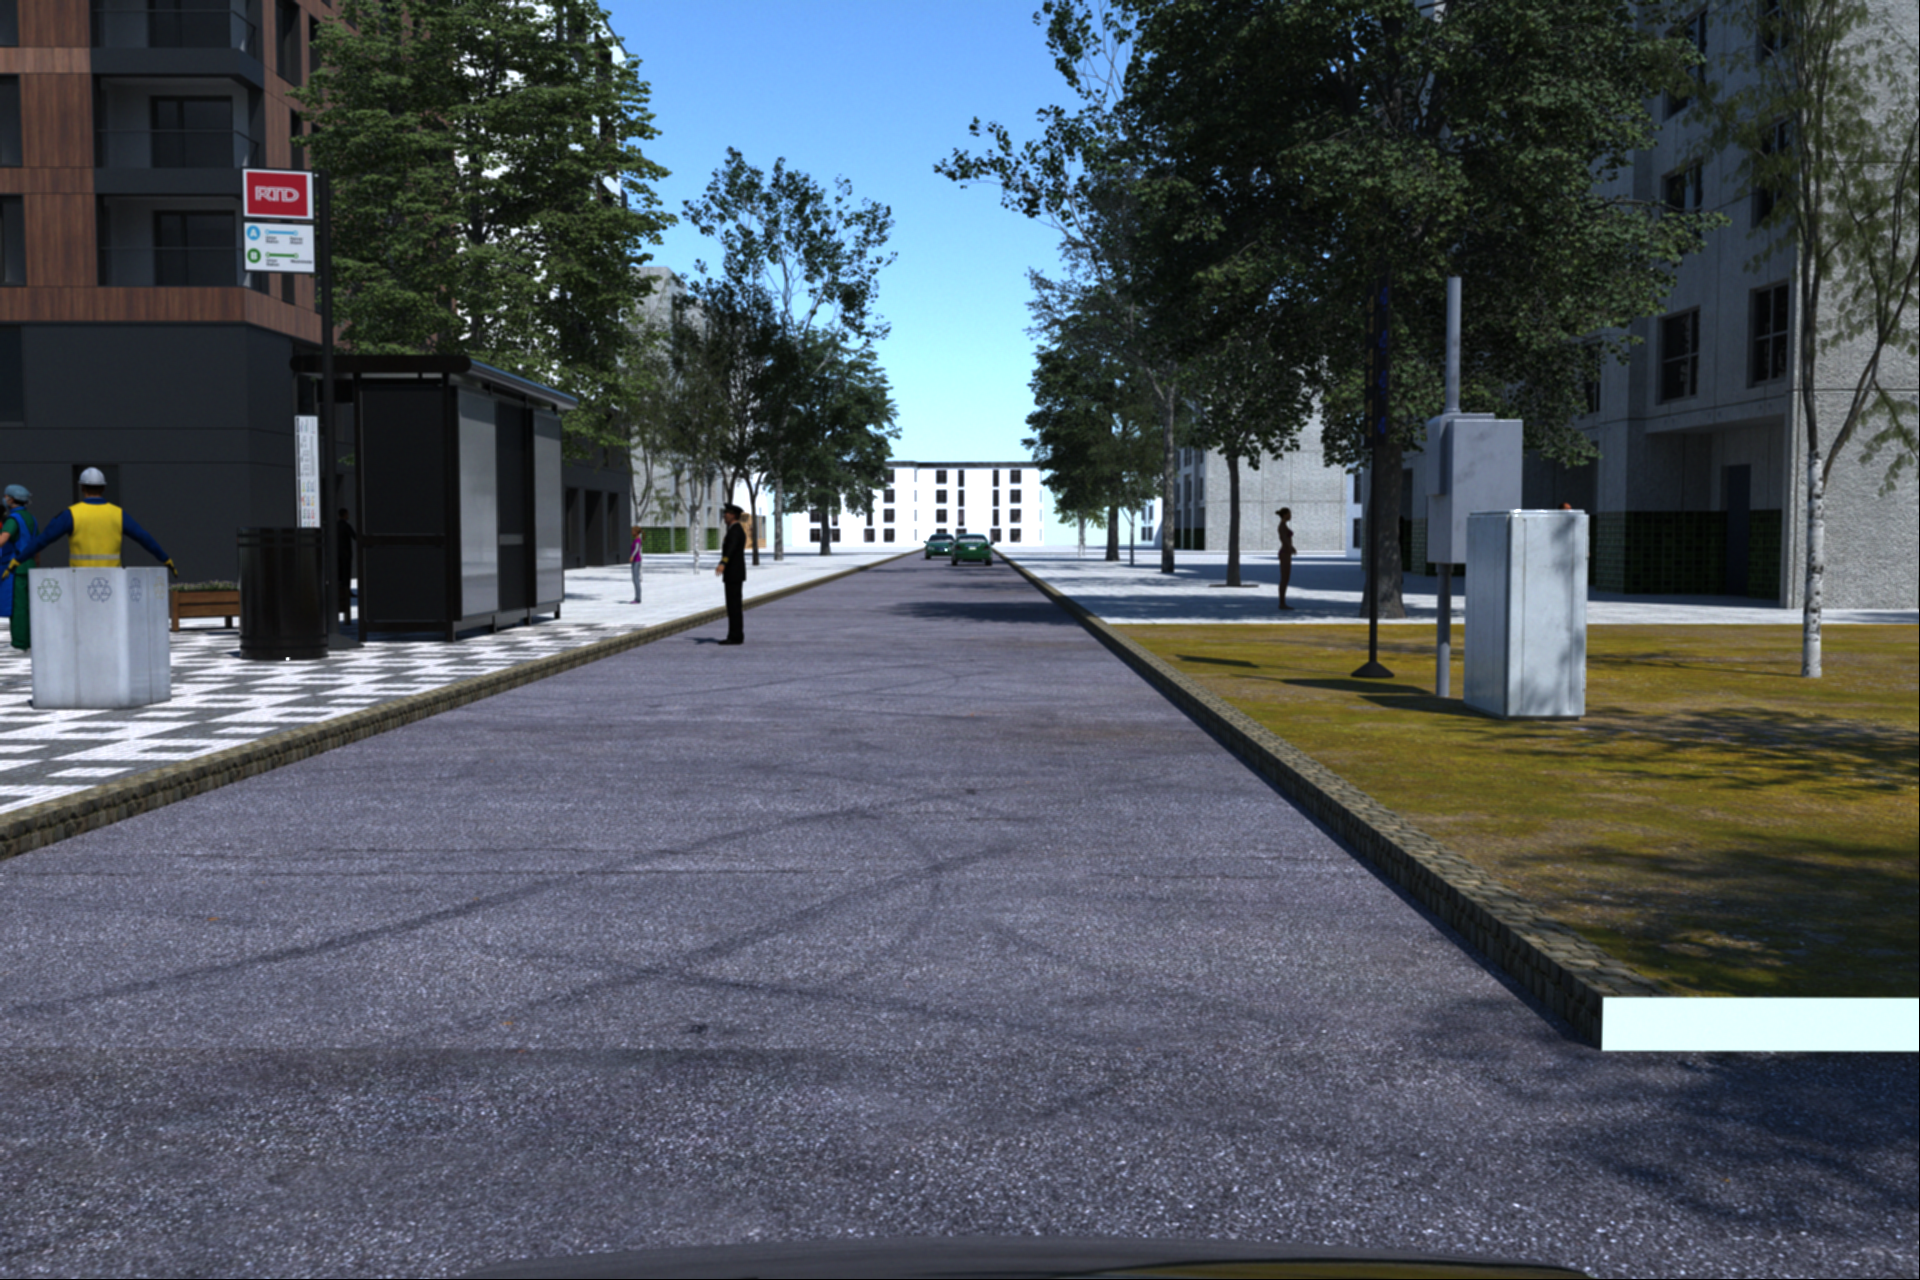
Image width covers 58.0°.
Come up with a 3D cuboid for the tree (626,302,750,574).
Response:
[{"bbox_3d":[-8.310,-6.380,54.679,4.360,8.622,3.978,0,3,0],"label":"tree"}]

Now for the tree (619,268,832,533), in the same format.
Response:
[{"bbox_3d":[-8.425,-7.795,61.856,8.767,10.594,7.601,1,4,8],"label":"tree"}]

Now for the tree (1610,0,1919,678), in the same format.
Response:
[{"bbox_3d":[7.511,-3.983,15.487,4.360,8.622,3.978,0,3,0],"label":"tree"}]

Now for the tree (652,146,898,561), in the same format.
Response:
[{"bbox_3d":[-8.967,-13.973,84.349,12.611,20.169,13.585,0,3,0],"label":"tree"}]

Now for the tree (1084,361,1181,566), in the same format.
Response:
[{"bbox_3d":[6.932,-7.299,69.709,4.360,8.622,3.978,0,3,0],"label":"tree"}]

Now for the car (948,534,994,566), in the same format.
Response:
[{"bbox_3d":[0.525,-4.107,78.946,2.131,1.459,4.920,0,4,-1],"label":"car"}]

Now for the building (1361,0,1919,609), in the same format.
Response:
[{"bbox_3d":[22.496,-10.901,44.695,16.747,18.905,31.486,0,3,0],"label":"building"}]

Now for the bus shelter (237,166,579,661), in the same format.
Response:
[{"bbox_3d":[-6.788,-2.697,21.731,2.179,5.291,8.768,0,4,-1],"label":"bus shelter"}]

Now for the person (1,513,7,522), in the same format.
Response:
[{"bbox_3d":[-21.444,-2.018,38.781,1.354,1.856,0.705,1,4,14],"label":"person"}]

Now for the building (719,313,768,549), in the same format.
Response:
[{"bbox_3d":[-23.050,-17.898,149.047,16.016,20.090,11.380,0,4,0],"label":"building"}]

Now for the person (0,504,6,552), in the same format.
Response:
[{"bbox_3d":[-17.561,-1.561,31.671,1.345,1.843,0.704,0,4,6],"label":"person"}]

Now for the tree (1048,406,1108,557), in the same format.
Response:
[{"bbox_3d":[6.864,-8.897,95.825,4.737,8.622,4.395,0,3,0],"label":"tree"}]

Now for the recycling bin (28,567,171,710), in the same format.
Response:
[{"bbox_3d":[-6.422,-0.025,12.959,0.722,1.027,0.722,0,4,2],"label":"recycling bin"}]

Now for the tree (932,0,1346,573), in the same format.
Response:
[{"bbox_3d":[5.576,-12.346,57.741,12.611,20.169,13.585,0,3,0],"label":"tree"}]

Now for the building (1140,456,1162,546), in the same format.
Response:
[{"bbox_3d":[24.595,-14.536,179.815,9.099,9.664,28.070,0,3,0],"label":"building"}]

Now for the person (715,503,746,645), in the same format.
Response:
[{"bbox_3d":[-2.972,-0.864,22.523,0.705,1.837,1.347,0,4,0],"label":"person"}]

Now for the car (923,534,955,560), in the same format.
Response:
[{"bbox_3d":[-1.036,-5.301,98.462,2.131,1.459,4.920,0,4,0],"label":"car"}]

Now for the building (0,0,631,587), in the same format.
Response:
[{"bbox_3d":[-27.899,-13.067,57.623,27.936,21.610,32.646,0,4,-1],"label":"building"}]

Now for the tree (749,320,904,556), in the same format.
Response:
[{"bbox_3d":[-8.010,-11.941,101.882,9.857,13.997,8.962,0,3,0],"label":"tree"}]

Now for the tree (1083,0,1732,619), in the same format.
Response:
[{"bbox_3d":[6.520,-7.304,26.082,9.857,13.997,8.962,0,3,0],"label":"tree"}]

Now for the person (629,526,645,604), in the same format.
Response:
[{"bbox_3d":[-6.034,-1.388,31.956,0.599,1.433,0.991,-1,4,-9],"label":"person"}]

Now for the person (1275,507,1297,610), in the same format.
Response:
[{"bbox_3d":[5.610,-1.388,29.492,0.721,1.733,1.217,0,4,6],"label":"person"}]

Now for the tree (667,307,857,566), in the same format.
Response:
[{"bbox_3d":[-8.250,-8.320,70.444,8.767,10.594,7.601,0,4,4],"label":"tree"}]

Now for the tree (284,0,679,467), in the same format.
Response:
[{"bbox_3d":[-8.732,-6.937,31.544,7.486,12.596,7.792,0,3,0],"label":"tree"}]

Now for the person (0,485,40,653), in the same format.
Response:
[{"bbox_3d":[-10.257,-0.776,18.812,0.704,1.817,1.347,0,4,-5],"label":"person"}]

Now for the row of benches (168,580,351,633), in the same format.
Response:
[{"bbox_3d":[-10.152,-0.462,23.009,1.422,0.672,4.104,3,5,41],"label":"row of benches"}]

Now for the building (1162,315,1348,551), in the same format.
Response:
[{"bbox_3d":[27.254,-17.166,147.128,16.747,18.905,31.486,0,4,1],"label":"building"}]

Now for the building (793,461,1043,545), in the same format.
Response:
[{"bbox_3d":[-4.671,-15.585,199.423,28.070,9.664,9.099,1,4,8],"label":"building"}]

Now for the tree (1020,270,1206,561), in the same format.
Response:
[{"bbox_3d":[7.148,-10.696,81.535,9.857,13.997,8.962,0,3,0],"label":"tree"}]

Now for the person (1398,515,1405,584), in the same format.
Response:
[{"bbox_3d":[10.745,-2.206,42.791,0.721,1.740,1.216,1,4,22],"label":"person"}]

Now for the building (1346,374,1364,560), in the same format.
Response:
[{"bbox_3d":[24.229,-8.129,75.049,9.099,9.664,28.070,0,4,0],"label":"building"}]

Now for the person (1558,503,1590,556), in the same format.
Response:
[{"bbox_3d":[10.011,-1.370,28.669,1.348,1.796,0.705,-3,5,-44],"label":"person"}]

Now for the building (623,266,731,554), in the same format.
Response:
[{"bbox_3d":[-27.680,-16.144,130.414,16.747,18.905,31.486,0,4,0],"label":"building"}]

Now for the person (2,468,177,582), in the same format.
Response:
[{"bbox_3d":[-7.234,-0.520,14.478,1.349,1.833,0.705,-3,5,-39],"label":"person"}]

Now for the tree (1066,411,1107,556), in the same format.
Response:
[{"bbox_3d":[7.357,-9.314,102.642,4.360,8.622,3.978,0,3,0],"label":"tree"}]

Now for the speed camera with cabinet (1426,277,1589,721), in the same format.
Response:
[{"bbox_3d":[4.003,-1.127,12.765,0.660,3.252,2.038,0,4,0],"label":"speed camera with cabinet"}]

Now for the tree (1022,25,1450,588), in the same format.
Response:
[{"bbox_3d":[6.624,-8.018,41.469,12.009,13.543,11.850,0,3,0],"label":"tree"}]

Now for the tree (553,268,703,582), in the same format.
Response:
[{"bbox_3d":[-8.512,-5.879,46.482,4.360,8.622,3.978,0,3,0],"label":"tree"}]

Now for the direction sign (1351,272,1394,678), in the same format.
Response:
[{"bbox_3d":[3.714,-1.436,15.479,0.379,3.537,0.876,0,4,1],"label":"direction sign"}]

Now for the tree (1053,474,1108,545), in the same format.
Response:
[{"bbox_3d":[14.551,-17.326,201.405,7.486,12.596,7.792,0,3,0],"label":"tree"}]

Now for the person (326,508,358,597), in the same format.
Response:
[{"bbox_3d":[-12.454,-1.765,35.085,1.346,1.802,0.704,2,4,33],"label":"person"}]
